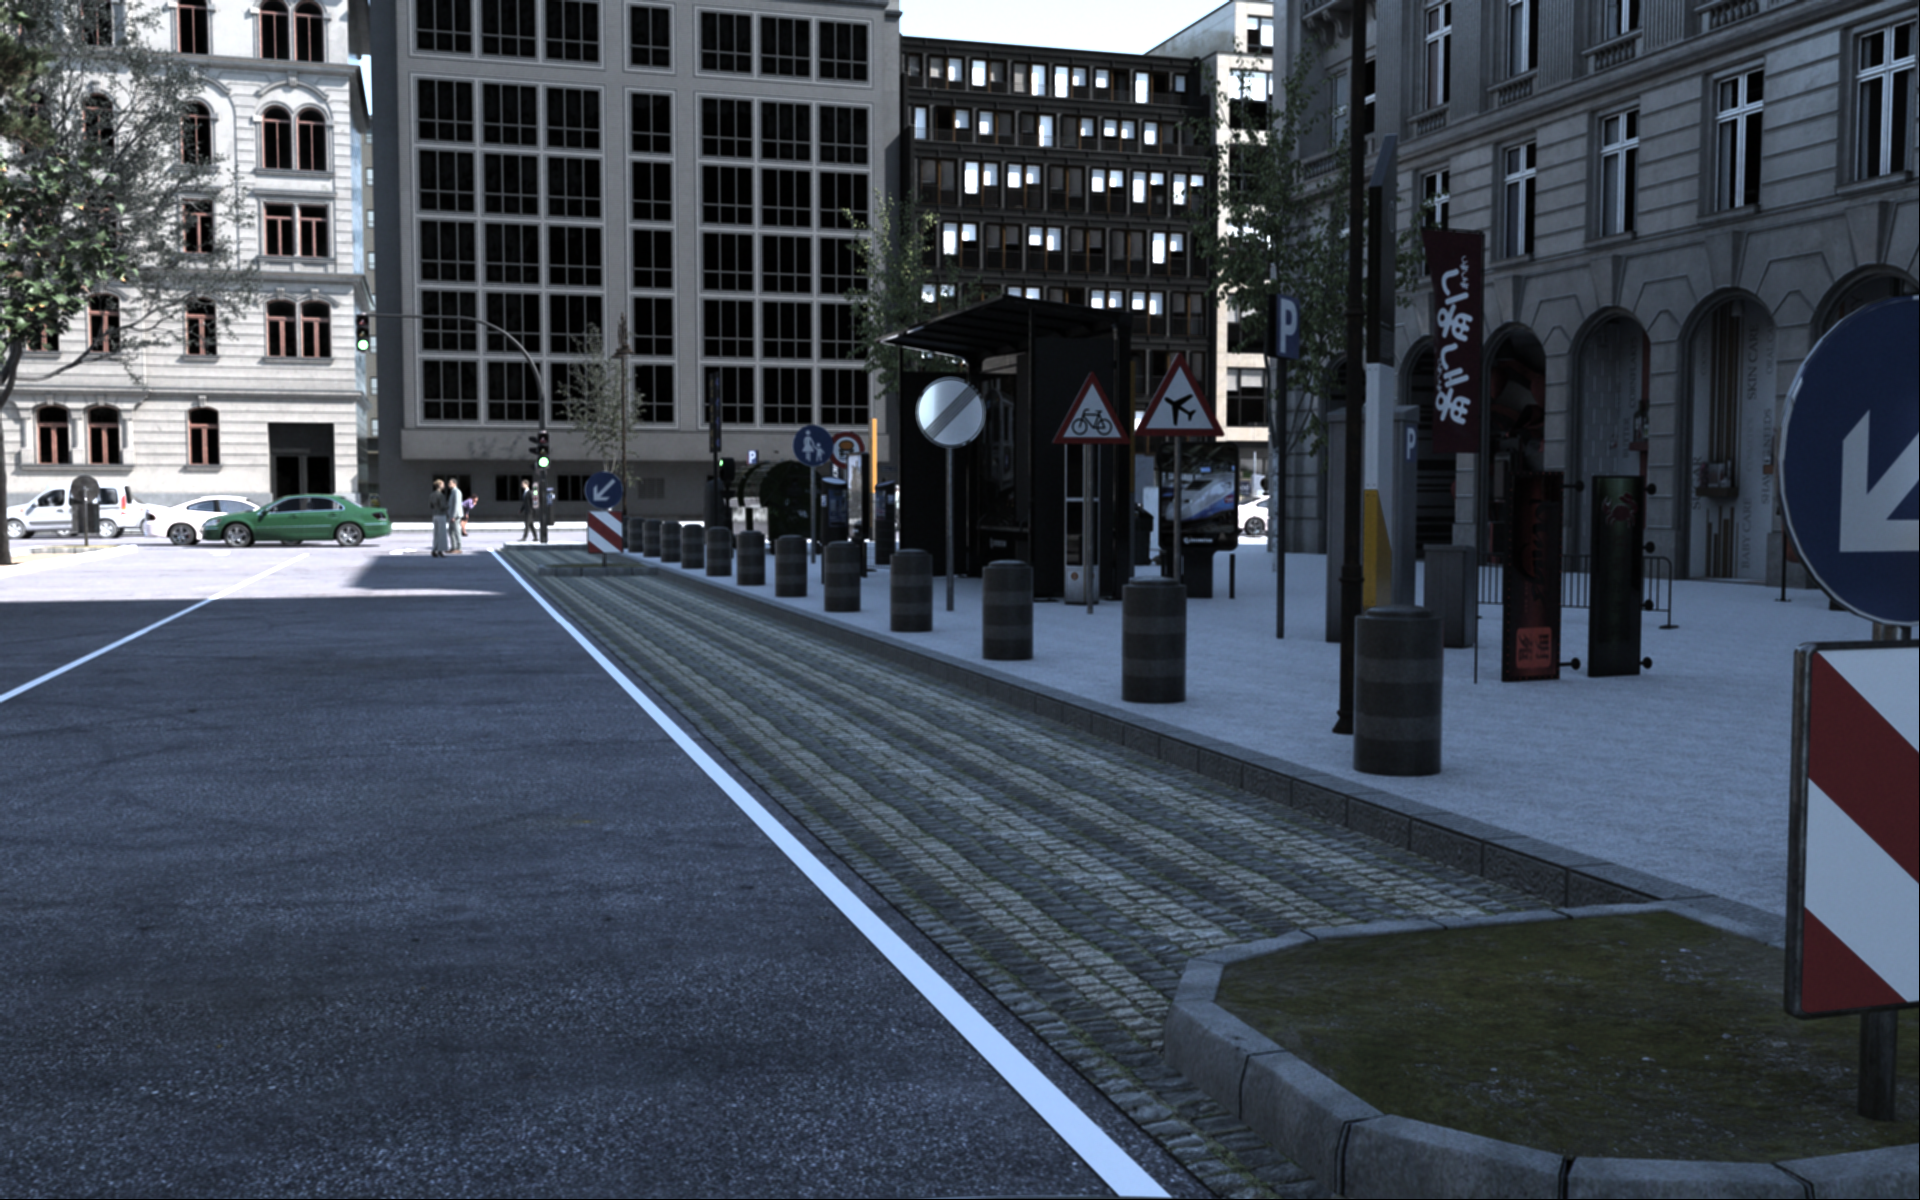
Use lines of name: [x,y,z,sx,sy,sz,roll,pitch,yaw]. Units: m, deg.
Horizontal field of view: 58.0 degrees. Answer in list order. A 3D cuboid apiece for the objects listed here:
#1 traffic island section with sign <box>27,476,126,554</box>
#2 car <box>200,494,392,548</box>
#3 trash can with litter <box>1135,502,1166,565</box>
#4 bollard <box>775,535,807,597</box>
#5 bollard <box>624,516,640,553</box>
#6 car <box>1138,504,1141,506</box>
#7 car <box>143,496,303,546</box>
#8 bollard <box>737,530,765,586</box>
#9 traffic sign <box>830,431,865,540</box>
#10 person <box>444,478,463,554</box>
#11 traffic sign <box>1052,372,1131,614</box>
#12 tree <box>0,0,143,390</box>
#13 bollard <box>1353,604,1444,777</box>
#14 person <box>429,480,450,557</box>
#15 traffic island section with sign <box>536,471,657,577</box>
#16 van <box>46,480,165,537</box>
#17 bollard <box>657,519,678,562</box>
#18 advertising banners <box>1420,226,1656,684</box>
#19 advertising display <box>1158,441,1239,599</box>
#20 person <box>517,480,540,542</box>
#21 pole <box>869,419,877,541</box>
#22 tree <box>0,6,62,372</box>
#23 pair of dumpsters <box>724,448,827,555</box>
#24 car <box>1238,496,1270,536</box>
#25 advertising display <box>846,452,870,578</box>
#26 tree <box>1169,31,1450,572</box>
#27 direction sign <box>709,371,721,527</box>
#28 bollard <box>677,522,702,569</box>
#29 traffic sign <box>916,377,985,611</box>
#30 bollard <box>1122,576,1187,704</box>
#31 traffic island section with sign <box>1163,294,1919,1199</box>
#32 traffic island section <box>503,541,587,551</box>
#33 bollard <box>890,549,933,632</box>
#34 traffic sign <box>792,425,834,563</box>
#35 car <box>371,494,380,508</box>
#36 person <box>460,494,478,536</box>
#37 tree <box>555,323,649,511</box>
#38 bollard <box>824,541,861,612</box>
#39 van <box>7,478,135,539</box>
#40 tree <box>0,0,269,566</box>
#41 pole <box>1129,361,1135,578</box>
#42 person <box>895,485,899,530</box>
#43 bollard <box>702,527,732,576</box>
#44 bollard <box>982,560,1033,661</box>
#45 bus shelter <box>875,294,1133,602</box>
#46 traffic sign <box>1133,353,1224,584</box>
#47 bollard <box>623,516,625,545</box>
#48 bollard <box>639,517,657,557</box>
traffic island section with sign: [-21.389,-2.079,42.128,2.006,1.907,1.989,-1,4,-17]
car: [-18.058,-2.165,47.202,4.920,1.459,2.131,-1,4,-16]
trash can with litter: [3.423,-1.222,31.370,1.055,1.170,0.624,-1,4,-11]
bollard: [-2.118,-0.428,21.721,0.404,0.777,0.398,0,3,0]
bollard: [-7.111,-1.434,38.159,0.404,0.777,0.398,0,3,0]
car: [5.555,-2.838,58.204,4.920,1.459,2.131,-1,4,-18]
car: [-20.452,-2.241,48.998,4.827,1.381,2.083,-1,4,-16]
bollard: [-2.951,-0.596,24.457,0.404,0.777,0.398,0,3,0]
traffic sign: [-2.310,-2.143,35.141,0.768,2.556,0.104,-1,4,-13]
person: [-12.173,-2.027,41.742,0.391,1.810,0.635,-2,4,-31]
traffic sign: [1.393,-1.130,18.477,0.884,2.594,0.081,-1,4,-16]
tree: [-13.822,-5.984,17.299,9.611,12.733,9.660,0,3,0]
bollard: [2.033,0.409,8.036,0.404,0.777,0.398,0,3,0]
person: [-11.755,-1.846,39.224,0.519,1.759,0.362,3,5,39]
traffic island section with sign: [-6.513,-1.360,30.859,1.989,1.847,2.006,-1,4,-17]
van: [-28.945,-3.184,59.063,4.112,2.044,2.013,-1,4,-18]
bollard: [-5.444,-1.098,32.675,0.404,0.777,0.398,0,3,0]
advertising banners: [3.955,-0.957,11.835,2.074,3.025,0.090,-2,4,-24]
advertising display: [2.938,-0.987,21.344,0.974,1.923,0.123,1,4,16]
person: [-12.673,-2.594,50.683,0.755,1.850,0.659,-3,4,-37]
pole: [-2.357,-3.244,46.876,0.158,3.312,0.155,0,3,0]
tree: [-16.879,-6.148,25.031,6.751,12.117,7.091,0,3,0]
pair of dumpsters: [-4.109,-2.199,38.450,1.574,2.255,4.437,-1,4,-17]
car: [11.169,-2.951,60.613,4.827,1.381,2.083,-1,4,-15]
advertising display: [-1.592,-1.331,26.968,0.123,1.923,0.974,-1,4,-18]
tree: [5.378,-4.754,28.089,4.737,8.622,4.395,0,3,0]
direction sign: [-4.568,-2.468,32.357,0.379,3.537,0.876,-1,4,-20]
bollard: [-4.615,-0.931,29.938,0.404,0.777,0.398,0,3,0]
traffic sign: [-0.108,-1.154,18.973,0.768,2.556,0.104,-1,4,-10]
bollard: [1.207,0.241,10.774,0.404,0.777,0.398,0,3,0]
traffic island section with sign: [1.586,0.272,4.183,1.989,1.847,2.006,-1,4,-17]
traffic island section: [-10.817,-1.394,45.074,2.009,0.180,2.903,-1,4,-17]
bollard: [-0.456,-0.094,16.247,0.404,0.777,0.398,0,3,0]
traffic sign: [-2.715,-1.951,32.000,0.768,2.556,0.104,-1,4,-13]
car: [-56.830,-9.612,167.387,2.015,1.641,3.980,-1,4,-17]
person: [-16.739,-2.882,58.847,0.697,1.427,0.421,-1,4,-20]
tree: [-15.045,-7.547,73.751,4.360,8.622,3.978,0,3,0]
bollard: [-1.290,-0.261,18.983,0.404,0.777,0.398,0,3,0]
van: [-28.917,-2.988,55.865,4.112,2.044,2.013,-1,4,-17]
tree: [-19.142,-7.423,34.190,12.009,13.543,11.850,0,3,0]
pole: [2.586,-2.005,26.623,0.158,3.312,0.155,0,3,0]
person: [-2.355,-3.530,66.701,0.515,1.767,0.782,1,4,18]
bollard: [-3.785,-0.763,27.193,0.404,0.777,0.398,0,3,0]
bollard: [0.373,0.074,13.510,0.404,0.777,0.398,0,3,0]
bus shelter: [0.431,-1.975,23.578,1.731,3.624,6.357,-1,4,-17]
traffic sign: [2.012,-0.980,16.020,0.884,2.594,0.081,-1,4,-14]
bollard: [-7.941,-1.601,40.898,0.404,0.777,0.398,0,3,0]
bollard: [-6.276,-1.266,35.411,0.404,0.777,0.398,0,3,0]
